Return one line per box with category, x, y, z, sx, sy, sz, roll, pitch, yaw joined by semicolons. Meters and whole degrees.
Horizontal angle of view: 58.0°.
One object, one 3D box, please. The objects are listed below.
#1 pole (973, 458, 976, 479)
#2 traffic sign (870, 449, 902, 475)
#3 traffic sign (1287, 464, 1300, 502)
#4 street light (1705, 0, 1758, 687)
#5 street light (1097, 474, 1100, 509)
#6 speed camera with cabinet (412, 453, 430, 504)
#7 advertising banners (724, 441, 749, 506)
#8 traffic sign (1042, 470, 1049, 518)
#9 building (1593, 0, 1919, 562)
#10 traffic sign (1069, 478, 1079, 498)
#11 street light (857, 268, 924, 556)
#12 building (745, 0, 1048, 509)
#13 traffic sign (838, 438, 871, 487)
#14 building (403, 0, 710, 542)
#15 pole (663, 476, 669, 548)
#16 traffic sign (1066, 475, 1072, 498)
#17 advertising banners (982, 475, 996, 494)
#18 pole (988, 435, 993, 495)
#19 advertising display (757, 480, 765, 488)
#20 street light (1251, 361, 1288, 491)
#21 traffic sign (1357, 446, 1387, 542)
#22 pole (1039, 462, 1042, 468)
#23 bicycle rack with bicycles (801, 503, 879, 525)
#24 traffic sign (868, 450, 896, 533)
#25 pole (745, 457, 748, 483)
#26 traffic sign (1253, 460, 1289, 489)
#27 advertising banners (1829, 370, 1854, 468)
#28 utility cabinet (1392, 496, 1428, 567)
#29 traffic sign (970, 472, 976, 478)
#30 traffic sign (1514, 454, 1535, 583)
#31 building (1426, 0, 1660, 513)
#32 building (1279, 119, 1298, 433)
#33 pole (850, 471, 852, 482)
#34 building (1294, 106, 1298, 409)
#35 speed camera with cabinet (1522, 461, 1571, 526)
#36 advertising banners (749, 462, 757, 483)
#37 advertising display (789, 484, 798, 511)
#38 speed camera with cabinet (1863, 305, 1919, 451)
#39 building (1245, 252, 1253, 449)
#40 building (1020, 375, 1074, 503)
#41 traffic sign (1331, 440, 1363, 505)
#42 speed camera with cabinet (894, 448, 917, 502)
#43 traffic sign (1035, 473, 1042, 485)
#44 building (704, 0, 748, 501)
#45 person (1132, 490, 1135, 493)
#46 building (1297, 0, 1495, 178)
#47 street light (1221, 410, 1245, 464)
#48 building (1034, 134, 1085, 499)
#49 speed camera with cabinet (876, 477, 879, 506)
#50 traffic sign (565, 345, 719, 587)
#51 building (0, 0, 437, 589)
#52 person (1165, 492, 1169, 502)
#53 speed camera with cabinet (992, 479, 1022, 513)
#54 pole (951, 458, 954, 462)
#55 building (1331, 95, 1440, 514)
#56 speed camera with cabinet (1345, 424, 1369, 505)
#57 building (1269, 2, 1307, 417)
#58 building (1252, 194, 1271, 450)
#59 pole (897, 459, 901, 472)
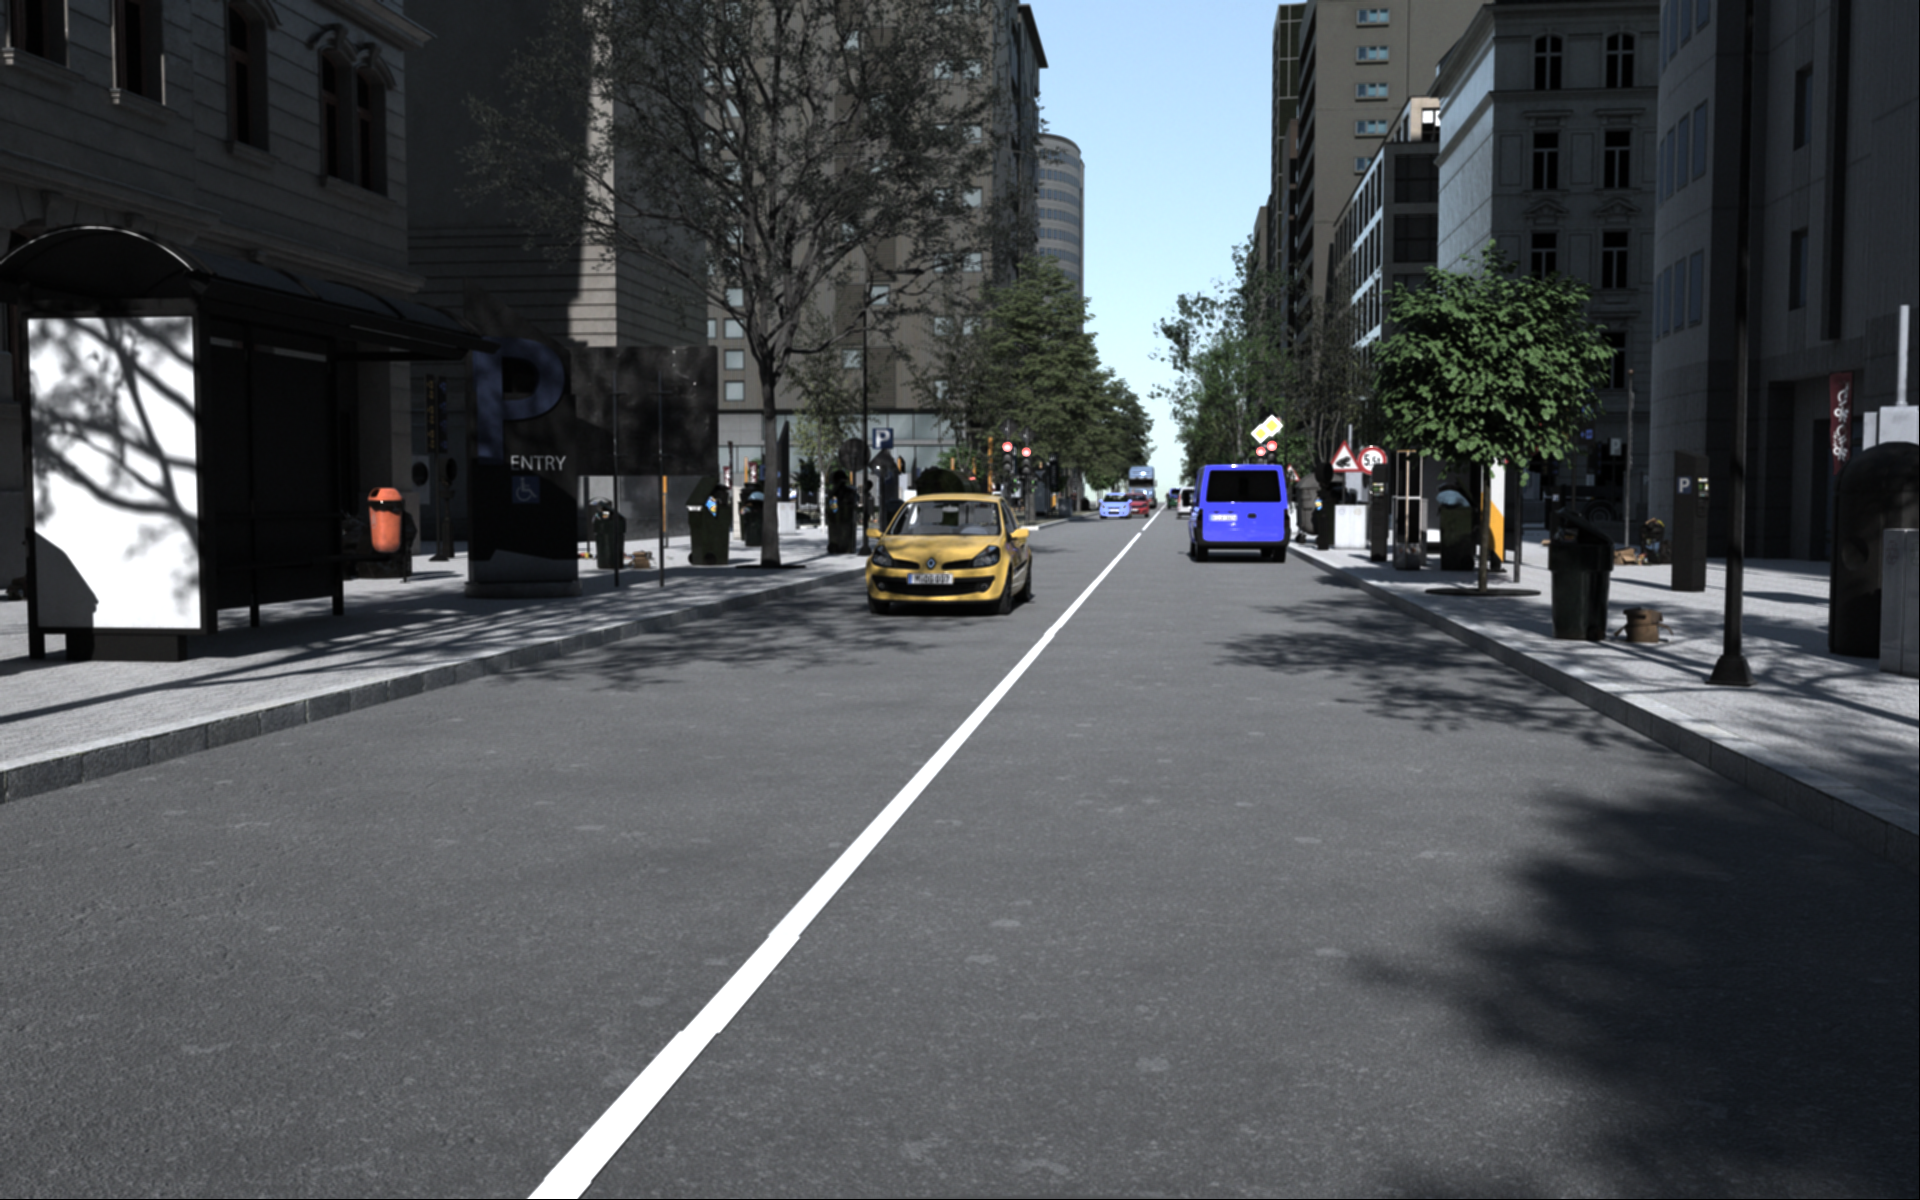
pole;0.808;-6.333;97.385;0.158;3.312;0.155;0;3;0
traffic sign;-2.046;-2.921;47.760;0.884;2.594;0.081;0;4;7
traffic sign;13.778;-4.422;72.309;0.884;2.594;0.081;1;4;9
street light;4.675;-2.388;11.591;1.470;5.913;1.316;0;4;7
street light;12.287;-10.633;146.394;1.470;5.913;1.316;0;4;7
speed camera with cabinet;-12.607;-2.687;38.269;0.660;3.252;2.038;1;4;23
advertising banners;-7.496;-3.791;58.171;0.090;3.025;2.074;1;4;9
traffic sign;4.716;-5.633;92.201;0.768;2.556;0.104;1;4;16
building;25.634;-30.081;33.832;21.231;58.520;28.212;0;4;7
traffic sign;7.280;-6.629;110.510;0.606;2.300;0.079;1;4;12
street light;-1.430;-3.873;35.863;1.470;5.913;1.316;0;4;7
building;-5.628;-36.666;188.722;28.713;52.752;27.495;0;4;7
traffic sign;-2.408;-2.403;39.403;0.768;2.556;0.104;1;4;12
building;-17.403;-12.387;51.680;18.267;20.994;9.793;0;4;7
pole;-7.014;-2.886;41.025;0.158;3.312;0.155;0;3;0
traffic sign;7.505;-7.212;117.925;0.884;2.594;0.081;1;4;13
advertising banners;2.114;-9.158;145.927;2.074;3.025;0.090;0;4;-2
pole;1.052;-4.062;60.254;0.158;3.312;0.155;0;3;0
advertising display;-9.009;-4.612;80.625;0.974;1.923;0.123;-3;4;-38
street light;10.815;-5.373;60.382;1.470;5.913;1.316;0;4;7
traffic sign;10.934;-2.807;46.004;0.768;2.556;0.104;1;4;9
pole;4.963;-6.894;106.566;0.158;3.312;0.155;0;3;0
bicycle rack with bicycles;-5.241;-3.630;72.728;2.925;0.926;2.852;-2;4;-33
traffic sign;-2.051;-2.699;45.319;0.795;2.450;0.064;1;4;10
pole;-11.887;-6.266;96.287;0.158;3.312;0.155;0;3;0
traffic sign;14.957;-5.371;81.687;2.265;3.308;0.079;1;4;14
advertising banners;12.674;-1.700;23.984;0.090;3.025;2.074;-1;4;-9
utility cabinet;7.973;-1.192;30.644;0.306;1.237;1.020;2;4;33
traffic sign;0.301;-4.436;73.712;0.795;2.450;0.064;1;4;13
traffic sign;8.051;-1.521;24.969;0.768;2.556;0.104;1;4;14
building;45.574;-18.641;81.203;44.131;29.872;17.030;0;4;7
building;44.785;-33.746;201.862;14.600;45.320;14.200;0;4;7
pole;-8.217;-8.409;131.333;0.158;3.312;0.155;0;3;0
building;46.430;-34.204;178.838;23.786;49.044;30.456;0;4;7
speed camera with cabinet;23.919;-4.675;70.773;0.660;3.252;2.038;-3;5;-45
advertising banners;-10.509;-5.983;94.008;2.074;3.025;0.090;-2;4;-26
advertising display;-10.566;-6.262;107.596;0.974;1.923;0.123;1;4;14
speed camera with cabinet;10.558;-1.447;18.002;2.038;3.252;0.660;2;4;35
building;55.233;-37.229;292.294;14.154;41.232;14.086;0;4;7
building;2.042;-24.957;253.079;27.650;21.520;28.899;0;4;7
traffic sign;9.270;-2.558;41.834;0.884;2.594;0.081;1;4;13
speed camera with cabinet;-2.372;-4.842;73.501;0.660;3.252;2.038;-1;4;-18
traffic sign;3.886;-5.467;90.572;0.795;2.450;0.064;1;4;13
building;-8.982;-35.000;161.483;28.713;52.752;27.495;0;4;7
person;13.099;-7.498;131.487;0.834;1.777;0.661;1;4;10
building;41.338;-32.392;153.305;21.300;48.544;21.600;0;4;7
street light;15.133;-7.534;95.721;1.470;5.913;1.316;0;4;7
building;8.732;-45.128;279.843;21.231;58.520;28.212;0;4;7
speed camera with cabinet;-6.177;-8.884;139.585;0.660;3.252;2.038;-1;4;-19
traffic sign;-4.444;-1.837;23.902;2.265;3.308;0.079;0;4;7
building;-18.844;-14.544;25.181;14.401;28.519;23.554;0;4;7
person;35.272;-17.424;293.940;0.990;1.755;0.434;1;4;12
speed camera with cabinet;3.185;-7.588;118.393;2.038;3.252;0.660;1;4;18
pole;-0.416;-6.307;96.958;0.158;3.312;0.155;0;3;0
building;38.104;-19.573;124.537;19.350;26.468;34.151;0;4;7
speed camera with cabinet;10.874;-3.310;48.448;0.660;3.252;2.038;2;4;30
building;53.892;-49.793;252.374;20.563;71.187;20.611;0;4;7
building;57.501;-39.764;273.845;21.300;48.544;21.600;0;4;7
pole;-3.502;-6.466;99.554;0.158;3.312;0.155;0;3;0
